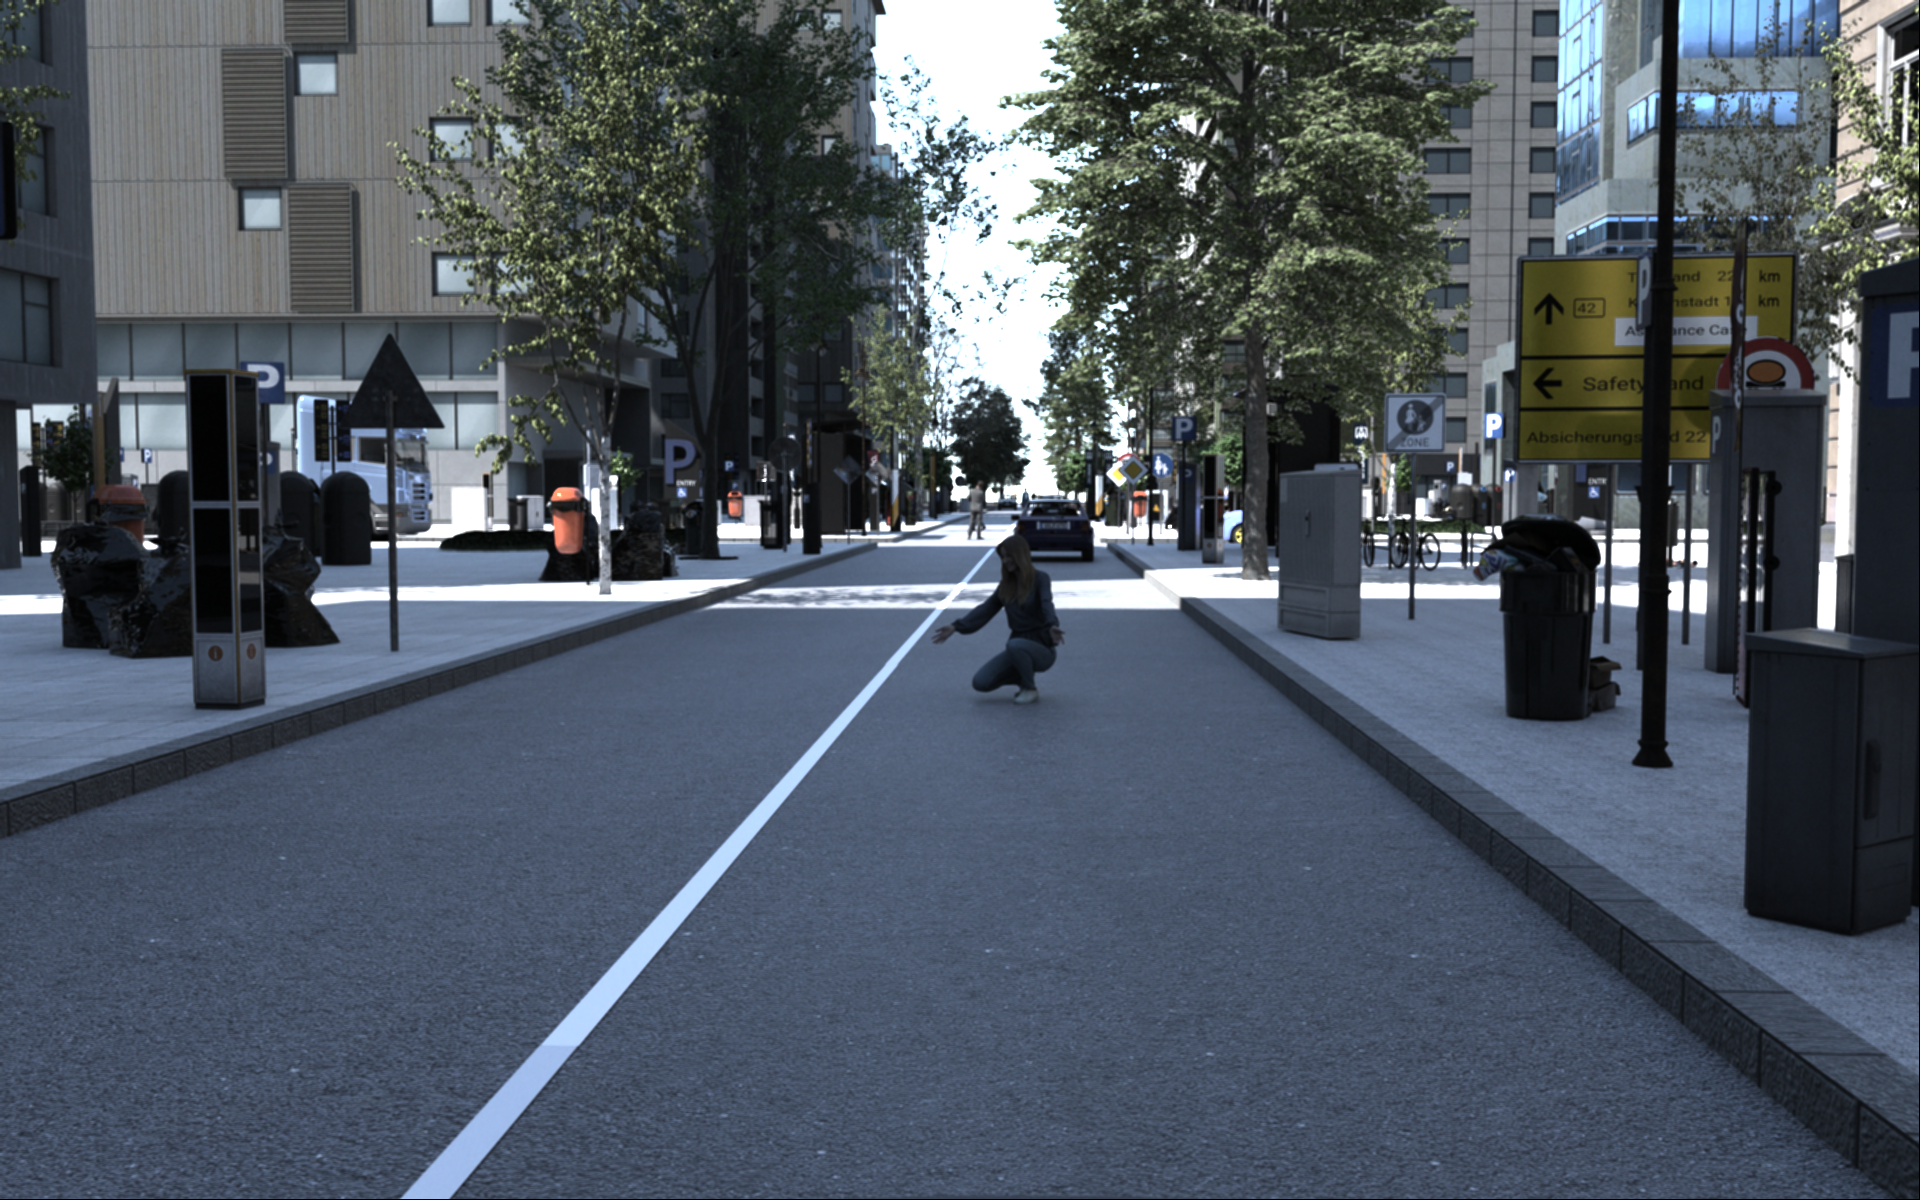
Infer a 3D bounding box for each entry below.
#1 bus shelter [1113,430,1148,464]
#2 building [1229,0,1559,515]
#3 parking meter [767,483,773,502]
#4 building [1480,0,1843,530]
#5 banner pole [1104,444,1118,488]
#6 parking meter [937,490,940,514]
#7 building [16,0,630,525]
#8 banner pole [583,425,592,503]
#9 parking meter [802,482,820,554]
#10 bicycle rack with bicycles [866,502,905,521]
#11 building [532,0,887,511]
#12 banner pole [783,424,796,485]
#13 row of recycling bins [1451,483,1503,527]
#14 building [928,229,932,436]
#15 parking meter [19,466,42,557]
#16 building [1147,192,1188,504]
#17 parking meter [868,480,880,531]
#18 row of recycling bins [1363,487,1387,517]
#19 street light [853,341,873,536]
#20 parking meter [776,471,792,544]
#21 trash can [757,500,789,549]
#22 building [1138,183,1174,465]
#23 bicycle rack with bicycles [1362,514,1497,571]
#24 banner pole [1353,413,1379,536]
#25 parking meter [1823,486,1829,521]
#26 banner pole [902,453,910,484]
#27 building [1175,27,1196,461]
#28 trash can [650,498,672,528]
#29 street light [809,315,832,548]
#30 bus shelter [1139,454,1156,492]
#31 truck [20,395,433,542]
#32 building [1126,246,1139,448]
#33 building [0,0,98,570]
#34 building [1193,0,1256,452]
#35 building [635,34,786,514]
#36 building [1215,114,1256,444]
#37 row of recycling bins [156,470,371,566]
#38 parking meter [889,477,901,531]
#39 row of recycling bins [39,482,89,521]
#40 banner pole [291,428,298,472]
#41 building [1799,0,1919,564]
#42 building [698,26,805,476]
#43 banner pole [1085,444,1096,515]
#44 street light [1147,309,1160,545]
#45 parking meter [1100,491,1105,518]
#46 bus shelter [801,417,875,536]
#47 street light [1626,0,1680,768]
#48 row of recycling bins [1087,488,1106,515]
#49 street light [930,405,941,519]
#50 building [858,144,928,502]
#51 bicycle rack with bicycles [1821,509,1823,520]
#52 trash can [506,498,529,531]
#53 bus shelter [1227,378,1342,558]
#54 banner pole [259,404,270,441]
[{"bbox_3d":[10.522,-7.885,106.545,2.179,5.291,8.768,0,4,2],"label":"bus shelter"},{"bbox_3d":[28.920,-41.351,114.337,20.563,71.187,20.611,0,4,3],"label":"building"},{"bbox_3d":[-10.030,-5.201,90.746,0.399,1.863,0.255,-1,4,-12],"label":"parking meter"},{"bbox_3d":[38.687,-46.344,70.393,31.000,86.520,22.319,0,4,3],"label":"building"},{"bbox_3d":[7.571,-5.894,86.377,0.863,3.779,0.401,0,4,-2],"label":"banner pole"},{"bbox_3d":[-1.437,-6.146,108.900,0.372,1.533,0.369,0,3,0],"label":"parking meter"},{"bbox_3d":[-29.245,-30.194,82.915,28.713,52.752,27.495,0,4,3],"label":"building"},{"bbox_3d":[-13.610,-4.481,63.289,0.401,3.779,0.863,1,4,10],"label":"banner pole"},{"bbox_3d":[-3.173,-1.749,36.999,0.372,1.533,0.369,0,3,0],"label":"parking meter"},{"bbox_3d":[-3.996,-4.256,82.969,2.852,0.926,2.925,-3,5,-42],"label":"bicycle rack with bicycles"},{"bbox_3d":[-22.284,-35.268,165.866,28.713,52.752,27.495,0,4,3],"label":"building"},{"bbox_3d":[-6.054,-4.363,61.351,0.401,3.779,0.863,-3,5,-41],"label":"banner pole"},{"bbox_3d":[20.696,-3.746,68.366,3.534,1.692,1.069,-2,4,-33],"label":"row of recycling bins"},{"bbox_3d":[-15.967,-39.732,269.231,23.786,49.044,30.456,0,4,3],"label":"building"},{"bbox_3d":[-19.122,-1.829,35.619,0.399,1.863,0.255,3,4,37],"label":"parking meter"},{"bbox_3d":[32.254,-33.664,234.002,14.154,41.232,14.086,0,4,3],"label":"building"},{"bbox_3d":[-3.003,-3.357,60.591,0.399,1.863,0.255,0,4,-1],"label":"parking meter"},{"bbox_3d":[23.036,-5.484,96.775,1.069,1.692,3.534,0,4,2],"label":"row of recycling bins"},{"bbox_3d":[-2.916,-4.873,52.466,0.468,5.910,1.993,0,4,3],"label":"street light"},{"bbox_3d":[-4.487,-2.358,44.270,0.399,1.863,0.255,0,4,-7],"label":"parking meter"},{"bbox_3d":[-4.375,-1.769,40.584,0.748,1.137,0.748,0,3,0],"label":"trash can"},{"bbox_3d":[32.903,-36.577,248.141,14.600,45.320,14.200,0,4,3],"label":"building"},{"bbox_3d":[8.099,-1.021,30.075,2.852,0.926,2.925,0,4,5],"label":"bicycle rack with bicycles"},{"bbox_3d":[12.574,-3.892,53.648,0.863,3.779,0.401,2,4,26],"label":"banner pole"},{"bbox_3d":[28.632,-2.974,57.032,0.372,1.533,0.369,0,3,0],"label":"parking meter"},{"bbox_3d":[-3.277,-7.122,106.459,0.863,3.779,0.401,1,4,13],"label":"banner pole"},{"bbox_3d":[36.315,-35.855,175.469,28.713,52.752,27.495,0,4,3],"label":"building"},{"bbox_3d":[-9.718,-2.729,56.272,0.748,1.137,0.748,0,3,0],"label":"trash can"},{"bbox_3d":[-3.378,-4.196,41.394,0.468,5.910,1.993,0,4,3],"label":"street light"},{"bbox_3d":[9.293,-5.892,90.259,2.014,3.302,5.546,0,4,3],"label":"bus shelter"},{"bbox_3d":[-23.670,-3.580,48.286,18.799,4.110,2.967,0,4,1],"label":"truck"},{"bbox_3d":[37.370,-37.626,269.805,22.147,44.769,28.867,0,4,3],"label":"building"},{"bbox_3d":[-22.322,-20.927,25.759,14.086,41.232,14.154,0,4,3],"label":"building"},{"bbox_3d":[32.099,-32.267,151.266,21.300,48.544,21.600,0,4,3],"label":"building"},{"bbox_3d":[-19.365,-20.873,112.978,14.160,30.474,14.107,0,4,3],"label":"building"},{"bbox_3d":[26.624,-22.145,133.773,14.160,30.474,14.107,0,4,3],"label":"building"},{"bbox_3d":[-12.347,-1.450,30.819,3.534,1.692,1.069,-2,4,-24],"label":"row of recycling bins"},{"bbox_3d":[-2.227,-3.286,59.429,0.399,1.863,0.255,0,4,8],"label":"parking meter"},{"bbox_3d":[-29.649,-3.114,58.029,3.534,1.692,1.069,0,4,6],"label":"row of recycling bins"},{"bbox_3d":[-25.073,-4.616,65.481,0.863,3.779,0.401,3,5,40],"label":"banner pole"},{"bbox_3d":[21.833,-14.415,21.584,13.634,28.700,20.117,0,4,3],"label":"building"},{"bbox_3d":[-26.251,-27.425,140.287,32.217,40.220,23.993,0,4,3],"label":"building"},{"bbox_3d":[6.557,-5.879,86.135,0.863,3.779,0.401,-2,4,-30],"label":"banner pole"},{"bbox_3d":[4.778,-4.310,43.254,0.468,5.910,1.993,0,4,3],"label":"street light"},{"bbox_3d":[7.567,-5.157,92.729,0.372,1.533,0.369,0,3,0],"label":"parking meter"},{"bbox_3d":[-3.892,-3.976,56.294,1.731,3.624,6.357,0,4,3],"label":"bus shelter"},{"bbox_3d":[3.277,-2.155,8.017,0.468,5.910,1.993,0,4,3],"label":"street light"},{"bbox_3d":[8.359,-5.927,104.013,1.069,1.692,3.534,1,4,16],"label":"row of recycling bins"},{"bbox_3d":[-1.214,-7.028,87.694,0.468,5.910,1.993,0,4,3],"label":"street light"},{"bbox_3d":[-17.682,-37.830,238.120,23.786,49.044,30.456,0,4,3],"label":"building"},{"bbox_3d":[29.987,-2.848,59.955,2.925,0.926,2.852,-2,4,-34],"label":"bicycle rack with bicycles"},{"bbox_3d":[-14.776,-2.830,57.932,0.748,1.137,0.748,0,3,0],"label":"trash can"},{"bbox_3d":[7.036,-2.855,37.957,1.731,3.624,6.357,0,4,3],"label":"bus shelter"},{"bbox_3d":[-14.661,-2.830,36.294,0.401,3.779,0.863,2,4,26],"label":"banner pole"}]
